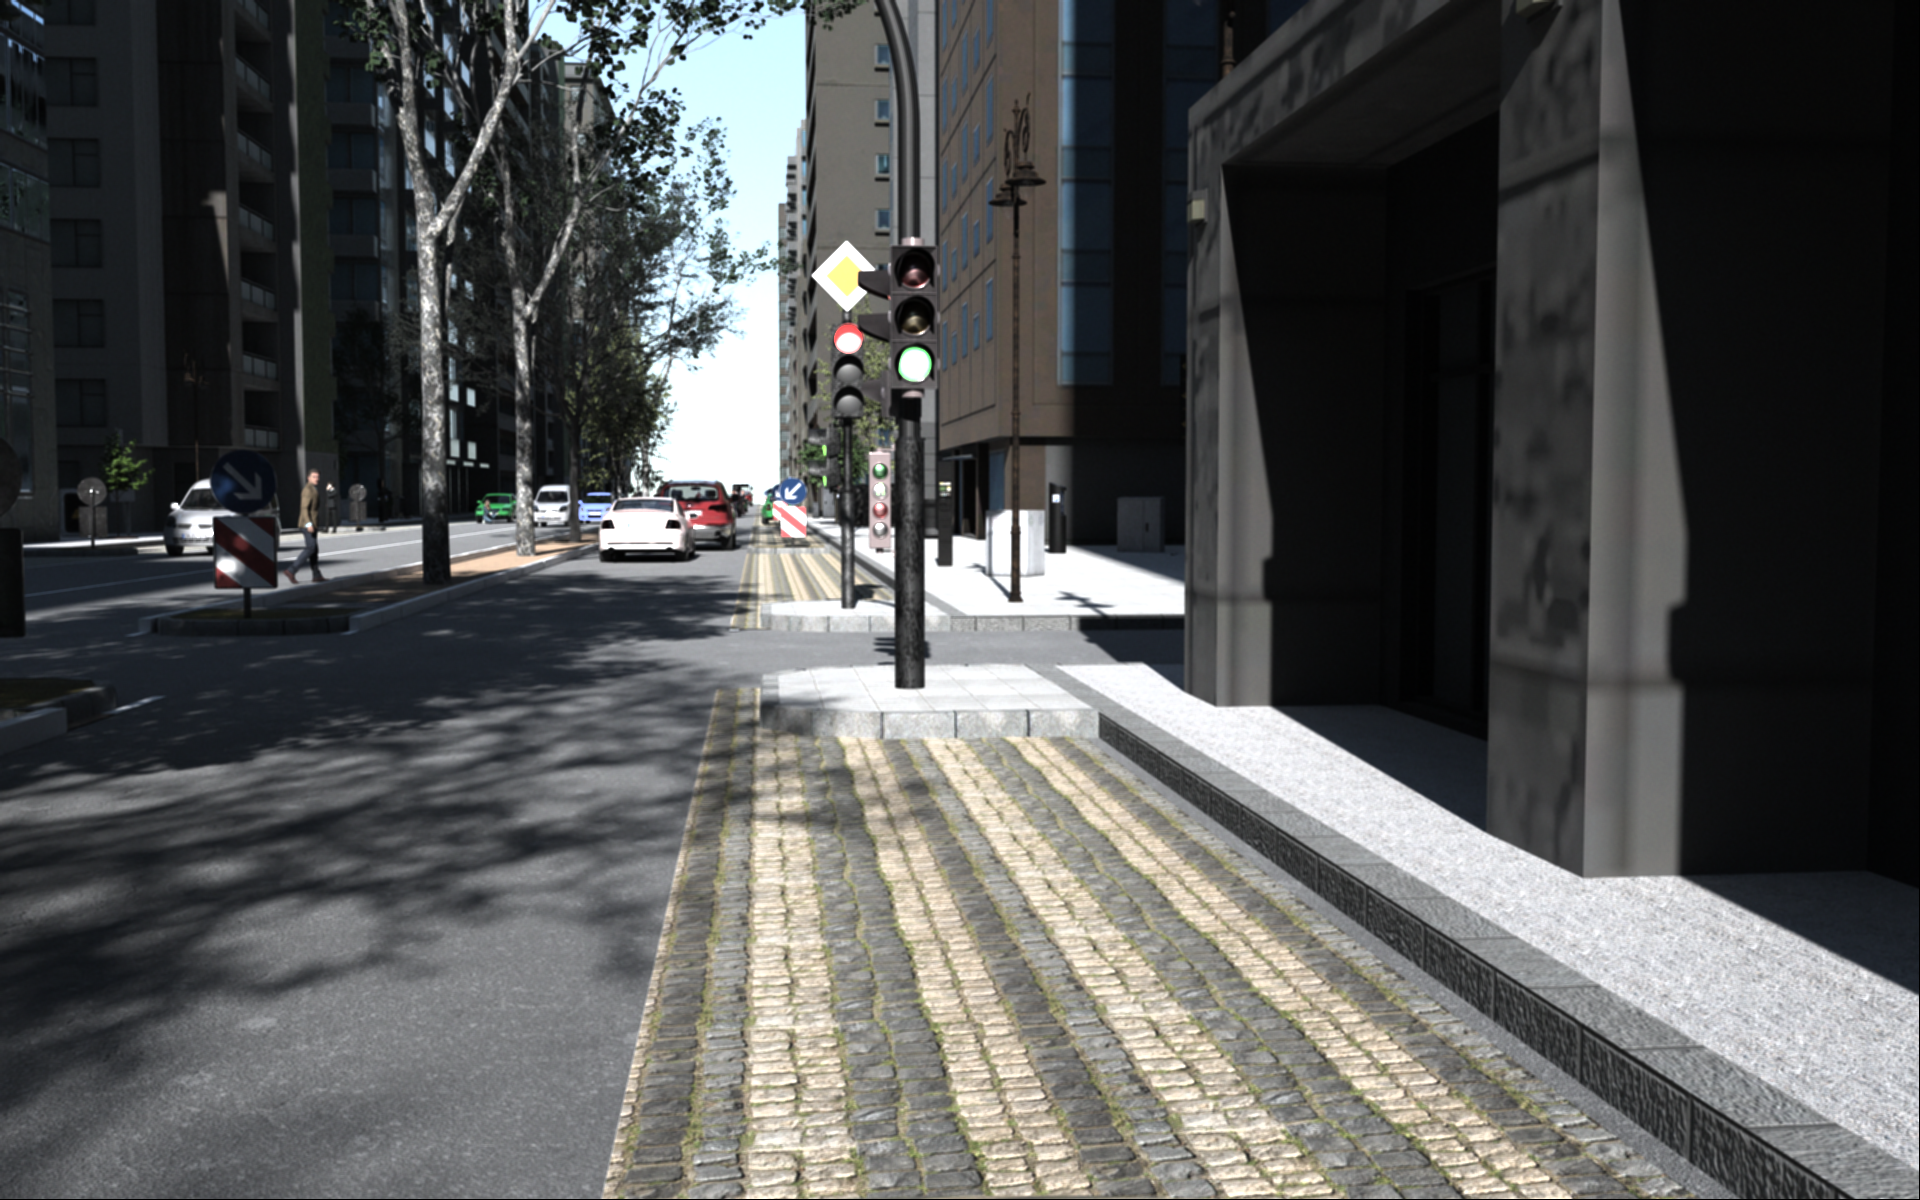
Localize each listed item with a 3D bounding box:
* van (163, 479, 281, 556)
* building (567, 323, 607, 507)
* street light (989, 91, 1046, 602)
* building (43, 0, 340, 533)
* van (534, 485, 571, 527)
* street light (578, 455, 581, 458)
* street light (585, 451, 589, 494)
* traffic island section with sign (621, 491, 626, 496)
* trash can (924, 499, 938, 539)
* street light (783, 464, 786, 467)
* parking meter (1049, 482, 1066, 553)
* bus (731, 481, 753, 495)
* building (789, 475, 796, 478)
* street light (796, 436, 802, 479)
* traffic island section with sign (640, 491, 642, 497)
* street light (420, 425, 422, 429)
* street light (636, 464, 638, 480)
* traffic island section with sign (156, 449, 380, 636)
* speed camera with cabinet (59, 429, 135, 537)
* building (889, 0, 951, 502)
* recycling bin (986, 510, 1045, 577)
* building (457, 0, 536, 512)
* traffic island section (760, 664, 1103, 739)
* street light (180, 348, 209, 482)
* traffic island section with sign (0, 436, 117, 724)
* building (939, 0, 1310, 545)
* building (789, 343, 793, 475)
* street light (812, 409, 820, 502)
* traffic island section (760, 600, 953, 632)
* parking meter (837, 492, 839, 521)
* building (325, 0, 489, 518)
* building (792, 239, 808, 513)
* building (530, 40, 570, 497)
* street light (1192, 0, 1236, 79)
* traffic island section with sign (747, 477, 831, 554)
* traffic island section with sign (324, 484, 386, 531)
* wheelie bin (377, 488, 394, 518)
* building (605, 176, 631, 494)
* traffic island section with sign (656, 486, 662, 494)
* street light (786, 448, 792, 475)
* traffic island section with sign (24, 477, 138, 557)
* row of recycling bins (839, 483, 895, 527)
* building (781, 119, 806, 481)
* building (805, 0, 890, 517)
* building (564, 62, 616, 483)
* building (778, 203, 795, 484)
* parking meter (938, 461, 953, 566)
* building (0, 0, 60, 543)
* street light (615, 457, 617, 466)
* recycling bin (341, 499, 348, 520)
[{"bbox_3d":[-17.685,-2.115,41.584,2.013,2.044,4.112,0,4,-5],"label":"van"},{"bbox_3d":[-53.677,-20.961,187.746,27.650,21.520,28.899,0,4,-7],"label":"building"},{"bbox_3d":[0.662,-2.915,20.441,0.468,5.910,1.993,0,4,-7],"label":"street light"},{"bbox_3d":[-31.089,-23.066,60.726,14.154,41.232,14.086,0,4,-7],"label":"building"},{"bbox_3d":[-17.767,-4.220,76.006,2.013,2.044,4.112,0,4,-5],"label":"van"},{"bbox_3d":[-36.820,-11.863,166.741,0.468,5.910,1.993,0,4,-7],"label":"street light"},{"bbox_3d":[-37.939,-12.436,176.111,0.468,5.910,1.993,0,4,-7],"label":"street light"},{"bbox_3d":[-38.448,-11.574,197.866,1.989,1.847,2.006,0,4,-7],"label":"traffic island section with sign"},{"bbox_3d":[-0.809,-2.334,49.808,0.748,1.137,0.748,0,3,0],"label":"trash can"},{"bbox_3d":[-21.817,-14.868,215.872,0.468,5.910,1.993,0,4,-7],"label":"street light"},{"bbox_3d":[2.118,-1.784,37.577,0.372,1.533,0.369,0,3,0],"label":"parking meter"},{"bbox_3d":[-30.788,-15.266,244.456,2.948,3.499,13.247,0,4,-6],"label":"bus"},{"bbox_3d":[0.401,-28.592,159.358,32.217,40.220,23.993,0,4,-7],"label":"building"},{"bbox_3d":[-12.418,-9.839,133.660,0.468,5.910,1.993,0,4,-7],"label":"street light"},{"bbox_3d":[-41.600,-13.250,225.265,1.989,1.847,2.006,0,4,-7],"label":"traffic island section with sign"},{"bbox_3d":[-28.221,-7.255,91.412,0.468,5.910,1.993,0,4,-7],"label":"street light"},{"bbox_3d":[-46.354,-16.884,248.835,0.468,5.910,1.993,0,4,-7],"label":"street light"},{"bbox_3d":[-7.410,-0.628,18.404,2.006,1.907,1.989,0,4,-7],"label":"traffic island section with sign"},{"bbox_3d":[-26.171,-3.558,52.506,2.038,3.252,0.660,-2,4,-27],"label":"speed camera with cabinet"},{"bbox_3d":[7.280,-32.794,78.186,21.231,58.520,28.212,0,4,-7],"label":"building"},{"bbox_3d":[0.868,-0.894,27.178,0.722,1.027,0.722,2,4,28],"label":"recycling bin"},{"bbox_3d":[-44.691,-31.046,131.296,21.300,48.544,21.600,0,4,-7],"label":"building"},{"bbox_3d":[-0.321,0.658,11.521,2.009,0.180,2.903,0,4,-7],"label":"traffic island section"},{"bbox_3d":[-24.235,-5.028,54.997,0.468,5.910,1.993,0,4,-7],"label":"street light"},{"bbox_3d":[-6.572,-0.178,11.044,2.006,1.907,1.989,0,4,-7],"label":"traffic island section with sign"},{"bbox_3d":[6.988,-24.410,49.211,14.600,45.320,14.200,0,4,-7],"label":"building"},{"bbox_3d":[-5.023,-21.384,194.665,27.650,21.520,28.899,0,4,-7],"label":"building"},{"bbox_3d":[-8.171,-7.622,97.402,0.468,5.910,1.993,0,4,-7],"label":"street light"},{"bbox_3d":[-1.234,0.173,19.454,2.009,0.180,2.903,0,4,-7],"label":"traffic island section"},{"bbox_3d":[-5.803,-4.573,83.184,0.372,1.533,0.369,0,3,0],"label":"parking meter"},{"bbox_3d":[-42.363,-29.681,104.893,23.786,49.044,30.456,0,4,-7],"label":"building"},{"bbox_3d":[1.504,-17.642,133.485,27.650,21.520,28.899,0,4,-7],"label":"building"},{"bbox_3d":[-42.087,-28.579,150.860,14.154,41.232,14.086,0,4,-7],"label":"building"},{"bbox_3d":[1.734,-2.354,11.277,0.468,5.910,1.993,0,4,-7],"label":"street light"},{"bbox_3d":[-4.176,-2.047,42.094,1.989,1.847,2.006,0,4,-7],"label":"traffic island section with sign"},{"bbox_3d":[-23.391,-3.577,67.105,1.989,1.847,2.006,0,4,-7],"label":"traffic island section with sign"},{"bbox_3d":[-30.224,-5.091,91.152,0.693,1.594,0.980,-3,5,-43],"label":"wheelie bin"},{"bbox_3d":[-52.795,-35.899,237.059,14.600,45.320,14.200,0,4,-7],"label":"building"},{"bbox_3d":[-16.019,-5.193,93.049,2.006,1.907,1.989,0,4,-7],"label":"traffic island section with sign"},{"bbox_3d":[-17.556,-12.650,179.615,0.468,5.910,1.993,0,4,-7],"label":"street light"},{"bbox_3d":[-20.278,-1.927,40.136,1.989,1.847,2.006,0,4,-7],"label":"traffic island section with sign"},{"bbox_3d":[-3.574,-3.746,68.360,1.069,1.692,3.534,-3,5,-40],"label":"row of recycling bins"},{"bbox_3d":[-11.207,-36.961,223.920,23.786,49.044,30.456,0,4,-7],"label":"building"},{"bbox_3d":[1.420,-29.572,107.202,21.300,48.544,21.600,0,4,-7],"label":"building"},{"bbox_3d":[-57.699,-38.293,215.324,28.713,52.752,27.495,0,4,-7],"label":"building"},{"bbox_3d":[-18.659,-34.378,245.679,14.154,41.232,14.086,0,4,-7],"label":"building"},{"bbox_3d":[-0.262,-1.538,30.850,0.255,1.863,0.399,0,4,0],"label":"parking meter"},{"bbox_3d":[-32.067,-43.784,28.544,22.319,86.520,31.000,0,4,-7],"label":"building"},{"bbox_3d":[-42.185,-14.653,212.370,0.468,5.910,1.993,0,4,-7],"label":"street light"},{"bbox_3d":[-31.159,-4.556,87.044,0.722,1.027,0.722,-3,4,-38],"label":"recycling bin"}]
